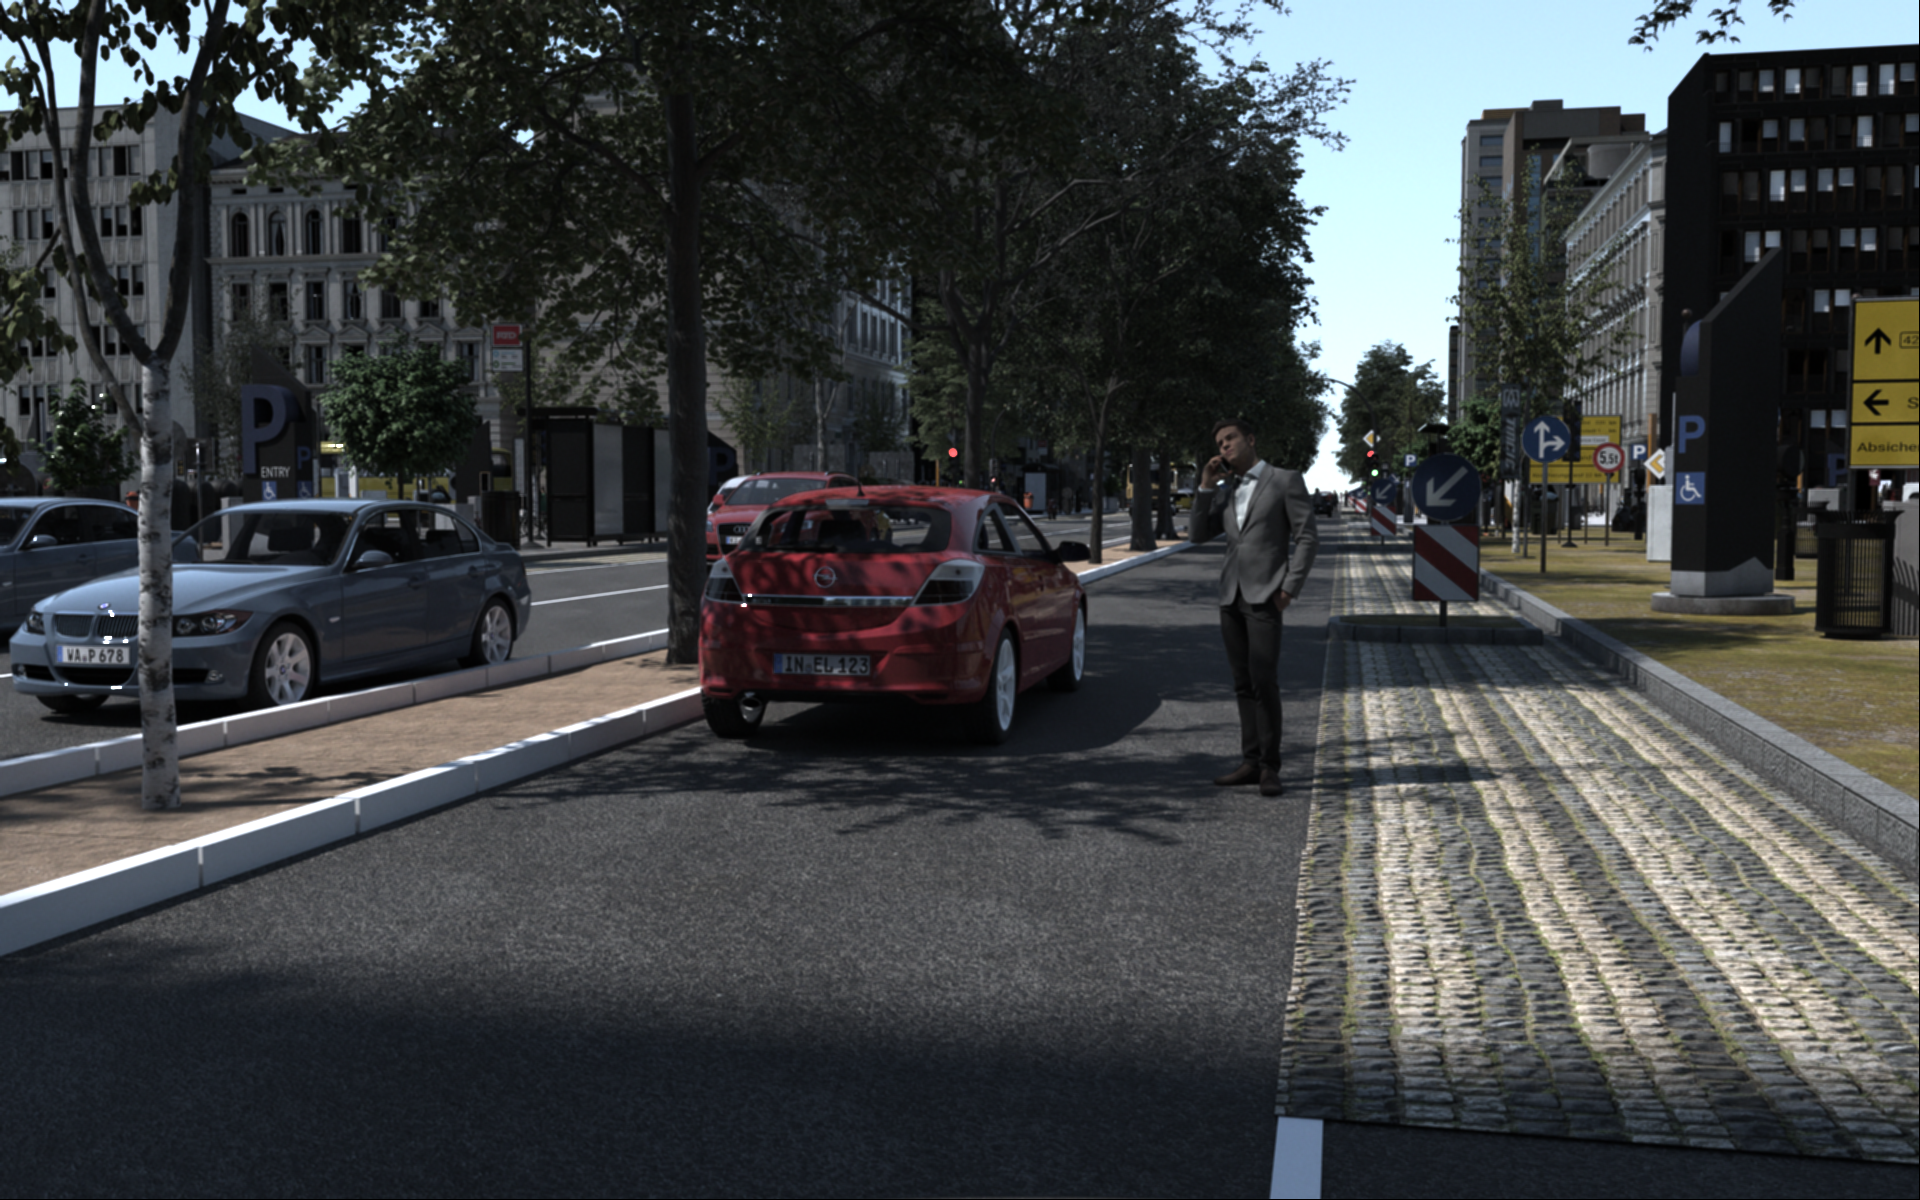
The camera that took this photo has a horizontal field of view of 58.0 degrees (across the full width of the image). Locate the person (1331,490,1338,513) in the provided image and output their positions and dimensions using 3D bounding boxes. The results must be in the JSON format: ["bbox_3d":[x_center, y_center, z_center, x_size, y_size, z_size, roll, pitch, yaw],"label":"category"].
[{"bbox_3d":[29.117,-7.695,134.727,0.576,1.772,0.534,1,4,14],"label":"person"}]

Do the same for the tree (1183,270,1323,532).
[{"bbox_3d":[8.872,-8.333,64.462,9.928,11.665,9.643,0,3,0],"label":"tree"}]

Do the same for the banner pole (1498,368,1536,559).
[{"bbox_3d":[11.082,-2.718,34.456,0.863,3.779,0.401,-1,4,-17],"label":"banner pole"}]

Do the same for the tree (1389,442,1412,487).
[{"bbox_3d":[24.586,-6.631,92.131,4.285,4.588,4.351,0,3,0],"label":"tree"}]

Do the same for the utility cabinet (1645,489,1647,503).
[{"bbox_3d":[29.181,-3.923,72.816,1.173,1.500,0.318,-1,4,-22],"label":"utility cabinet"}]

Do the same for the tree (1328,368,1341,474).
[{"bbox_3d":[15.043,-10.536,91.735,9.611,12.733,9.660,0,3,0],"label":"tree"}]

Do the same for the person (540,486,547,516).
[{"bbox_3d":[-19.627,-4.448,81.478,0.529,1.795,0.600,1,4,15],"label":"person"}]

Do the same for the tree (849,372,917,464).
[{"bbox_3d":[-4.972,-9.489,105.507,4.737,8.622,4.395,0,3,0],"label":"tree"}]

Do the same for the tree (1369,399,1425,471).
[{"bbox_3d":[33.273,-11.067,131.306,4.360,8.622,3.978,0,3,0],"label":"tree"}]

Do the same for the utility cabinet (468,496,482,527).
[{"bbox_3d":[-14.888,-2.604,53.742,0.306,1.237,1.020,1,4,14],"label":"utility cabinet"}]

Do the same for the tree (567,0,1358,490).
[{"bbox_3d":[0.191,-6.807,24.125,12.009,13.543,11.850,0,3,0],"label":"tree"}]

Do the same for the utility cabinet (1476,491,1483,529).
[{"bbox_3d":[18.902,-3.347,63.404,0.318,1.500,1.173,1,4,22],"label":"utility cabinet"}]

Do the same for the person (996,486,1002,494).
[{"bbox_3d":[1.838,-4.481,81.865,0.391,1.810,0.635,0,4,-7],"label":"person"}]

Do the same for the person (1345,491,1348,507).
[{"bbox_3d":[39.205,-10.172,175.727,0.530,1.710,0.541,3,5,40],"label":"person"}]

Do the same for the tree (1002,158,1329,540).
[{"bbox_3d":[6.447,-8.243,54.243,9.611,12.733,9.660,0,3,0],"label":"tree"}]

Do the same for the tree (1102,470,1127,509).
[{"bbox_3d":[12.024,-8.698,136.817,1.663,3.219,1.824,0,3,0],"label":"tree"}]

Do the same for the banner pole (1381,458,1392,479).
[{"bbox_3d":[29.537,-7.936,119.764,0.863,3.779,0.401,0,4,8],"label":"banner pole"}]

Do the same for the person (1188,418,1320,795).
[{"bbox_3d":[1.423,0.014,8.451,0.473,1.802,0.592,-2,4,-28],"label":"person"}]

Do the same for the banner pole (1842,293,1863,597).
[{"bbox_3d":[11.311,-1.926,21.514,0.401,3.779,0.863,-3,4,-36],"label":"banner pole"}]

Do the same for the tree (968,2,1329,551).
[{"bbox_3d":[4.626,-8.209,43.322,9.857,13.997,8.962,0,3,0],"label":"tree"}]

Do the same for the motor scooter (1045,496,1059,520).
[{"bbox_3d":[5.148,-5.107,96.273,0.815,1.314,1.986,1,4,12],"label":"motor scooter"}]

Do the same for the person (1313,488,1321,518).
[{"bbox_3d":[21.097,-5.744,102.589,0.709,1.800,0.728,-1,4,-12],"label":"person"}]

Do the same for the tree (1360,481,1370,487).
[{"bbox_3d":[55.728,-15.169,231.726,4.285,4.588,4.351,0,3,0],"label":"tree"}]

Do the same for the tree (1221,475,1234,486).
[{"bbox_3d":[43.118,-19.957,276.651,4.737,8.622,4.395,0,3,0],"label":"tree"}]

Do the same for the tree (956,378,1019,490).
[{"bbox_3d":[1.683,-8.798,94.213,4.360,8.622,3.978,0,3,0],"label":"tree"}]

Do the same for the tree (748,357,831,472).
[{"bbox_3d":[-8.605,-8.538,89.956,4.360,8.622,3.978,0,3,0],"label":"tree"}]

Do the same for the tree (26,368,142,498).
[{"bbox_3d":[-13.340,-1.926,26.084,1.663,3.219,1.824,0,3,0],"label":"tree"}]

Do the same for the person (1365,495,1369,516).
[{"bbox_3d":[25.041,-5.954,106.022,0.466,1.800,0.511,1,4,23],"label":"person"}]

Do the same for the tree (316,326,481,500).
[{"bbox_3d":[-10.940,-3.079,34.059,4.285,4.588,4.351,0,3,0],"label":"tree"}]

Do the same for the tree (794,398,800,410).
[{"bbox_3d":[-10.291,-8.250,85.243,4.737,8.622,4.395,0,3,0],"label":"tree"}]

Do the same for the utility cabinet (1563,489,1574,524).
[{"bbox_3d":[25.637,-4.001,74.088,1.173,1.500,0.318,-1,4,-11],"label":"utility cabinet"}]

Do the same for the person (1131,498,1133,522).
[{"bbox_3d":[8.033,-4.287,78.936,0.601,1.785,0.444,-3,5,-44],"label":"person"}]

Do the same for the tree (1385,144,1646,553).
[{"bbox_3d":[12.325,-5.333,37.562,4.737,8.622,4.395,0,3,0],"label":"tree"}]

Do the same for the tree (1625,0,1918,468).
[{"bbox_3d":[5.470,-4.462,7.359,7.601,10.594,8.767,1,4,21],"label":"tree"}]

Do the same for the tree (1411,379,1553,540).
[{"bbox_3d":[15.372,-3.986,48.890,4.285,4.588,4.351,0,3,0],"label":"tree"}]

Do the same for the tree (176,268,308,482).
[{"bbox_3d":[-23.272,-6.498,56.608,4.360,8.622,3.978,0,3,0],"label":"tree"}]

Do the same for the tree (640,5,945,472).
[{"bbox_3d":[-6.101,-12.601,61.908,12.611,20.169,13.585,0,3,0],"label":"tree"}]

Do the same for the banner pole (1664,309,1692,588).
[{"bbox_3d":[9.892,-2.036,23.303,0.401,3.779,0.863,-1,4,-17],"label":"banner pole"}]

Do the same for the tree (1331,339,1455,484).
[{"bbox_3d":[35.522,-14.321,140.796,9.857,13.997,8.962,0,3,0],"label":"tree"}]

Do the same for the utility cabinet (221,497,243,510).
[{"bbox_3d":[-15.074,-1.557,36.616,0.306,1.237,1.020,2,4,33],"label":"utility cabinet"}]

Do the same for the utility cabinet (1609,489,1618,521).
[{"bbox_3d":[30.934,-4.484,81.985,0.318,1.500,1.173,1,4,16],"label":"utility cabinet"}]

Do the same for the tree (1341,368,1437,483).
[{"bbox_3d":[38.449,-14.486,153.855,9.611,12.733,9.660,0,3,0],"label":"tree"}]

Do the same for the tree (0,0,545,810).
[{"bbox_3d":[-3.624,-3.366,7.861,4.737,8.622,4.395,0,3,0],"label":"tree"}]

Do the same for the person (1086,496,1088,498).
[{"bbox_3d":[17.534,-13.906,235.996,0.705,1.807,1.348,2,4,26],"label":"person"}]

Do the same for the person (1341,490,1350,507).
[{"bbox_3d":[42.622,-11.204,191.310,1.348,1.869,0.705,-1,4,-19],"label":"person"}]

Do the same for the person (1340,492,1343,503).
[{"bbox_3d":[60.501,-16.250,274.863,0.551,1.740,0.621,1,4,12],"label":"person"}]

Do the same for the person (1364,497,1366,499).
[{"bbox_3d":[33.226,-8.079,141.599,0.522,1.701,0.512,1,4,10],"label":"person"}]

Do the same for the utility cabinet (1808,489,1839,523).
[{"bbox_3d":[37.747,-4.101,75.735,1.173,1.500,0.318,1,4,13],"label":"utility cabinet"}]

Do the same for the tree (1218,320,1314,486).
[{"bbox_3d":[12.912,-9.911,82.636,7.486,12.596,7.792,0,3,0],"label":"tree"}]

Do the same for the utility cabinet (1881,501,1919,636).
[{"bbox_3d":[8.803,-0.305,16.145,0.306,1.237,1.020,2,4,23],"label":"utility cabinet"}]

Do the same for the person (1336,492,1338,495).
[{"bbox_3d":[63.660,-17.345,293.013,0.541,1.710,0.530,2,4,30],"label":"person"}]

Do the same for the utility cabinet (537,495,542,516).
[{"bbox_3d":[-22.270,-4.989,92.728,1.020,1.237,0.306,-1,4,-18],"label":"utility cabinet"}]

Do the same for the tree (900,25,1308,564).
[{"bbox_3d":[2.661,-5.983,34.696,8.767,10.594,7.601,1,4,12],"label":"tree"}]

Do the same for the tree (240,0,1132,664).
[{"bbox_3d":[-2.268,-5.707,13.894,7.486,12.596,7.792,0,3,0],"label":"tree"}]
